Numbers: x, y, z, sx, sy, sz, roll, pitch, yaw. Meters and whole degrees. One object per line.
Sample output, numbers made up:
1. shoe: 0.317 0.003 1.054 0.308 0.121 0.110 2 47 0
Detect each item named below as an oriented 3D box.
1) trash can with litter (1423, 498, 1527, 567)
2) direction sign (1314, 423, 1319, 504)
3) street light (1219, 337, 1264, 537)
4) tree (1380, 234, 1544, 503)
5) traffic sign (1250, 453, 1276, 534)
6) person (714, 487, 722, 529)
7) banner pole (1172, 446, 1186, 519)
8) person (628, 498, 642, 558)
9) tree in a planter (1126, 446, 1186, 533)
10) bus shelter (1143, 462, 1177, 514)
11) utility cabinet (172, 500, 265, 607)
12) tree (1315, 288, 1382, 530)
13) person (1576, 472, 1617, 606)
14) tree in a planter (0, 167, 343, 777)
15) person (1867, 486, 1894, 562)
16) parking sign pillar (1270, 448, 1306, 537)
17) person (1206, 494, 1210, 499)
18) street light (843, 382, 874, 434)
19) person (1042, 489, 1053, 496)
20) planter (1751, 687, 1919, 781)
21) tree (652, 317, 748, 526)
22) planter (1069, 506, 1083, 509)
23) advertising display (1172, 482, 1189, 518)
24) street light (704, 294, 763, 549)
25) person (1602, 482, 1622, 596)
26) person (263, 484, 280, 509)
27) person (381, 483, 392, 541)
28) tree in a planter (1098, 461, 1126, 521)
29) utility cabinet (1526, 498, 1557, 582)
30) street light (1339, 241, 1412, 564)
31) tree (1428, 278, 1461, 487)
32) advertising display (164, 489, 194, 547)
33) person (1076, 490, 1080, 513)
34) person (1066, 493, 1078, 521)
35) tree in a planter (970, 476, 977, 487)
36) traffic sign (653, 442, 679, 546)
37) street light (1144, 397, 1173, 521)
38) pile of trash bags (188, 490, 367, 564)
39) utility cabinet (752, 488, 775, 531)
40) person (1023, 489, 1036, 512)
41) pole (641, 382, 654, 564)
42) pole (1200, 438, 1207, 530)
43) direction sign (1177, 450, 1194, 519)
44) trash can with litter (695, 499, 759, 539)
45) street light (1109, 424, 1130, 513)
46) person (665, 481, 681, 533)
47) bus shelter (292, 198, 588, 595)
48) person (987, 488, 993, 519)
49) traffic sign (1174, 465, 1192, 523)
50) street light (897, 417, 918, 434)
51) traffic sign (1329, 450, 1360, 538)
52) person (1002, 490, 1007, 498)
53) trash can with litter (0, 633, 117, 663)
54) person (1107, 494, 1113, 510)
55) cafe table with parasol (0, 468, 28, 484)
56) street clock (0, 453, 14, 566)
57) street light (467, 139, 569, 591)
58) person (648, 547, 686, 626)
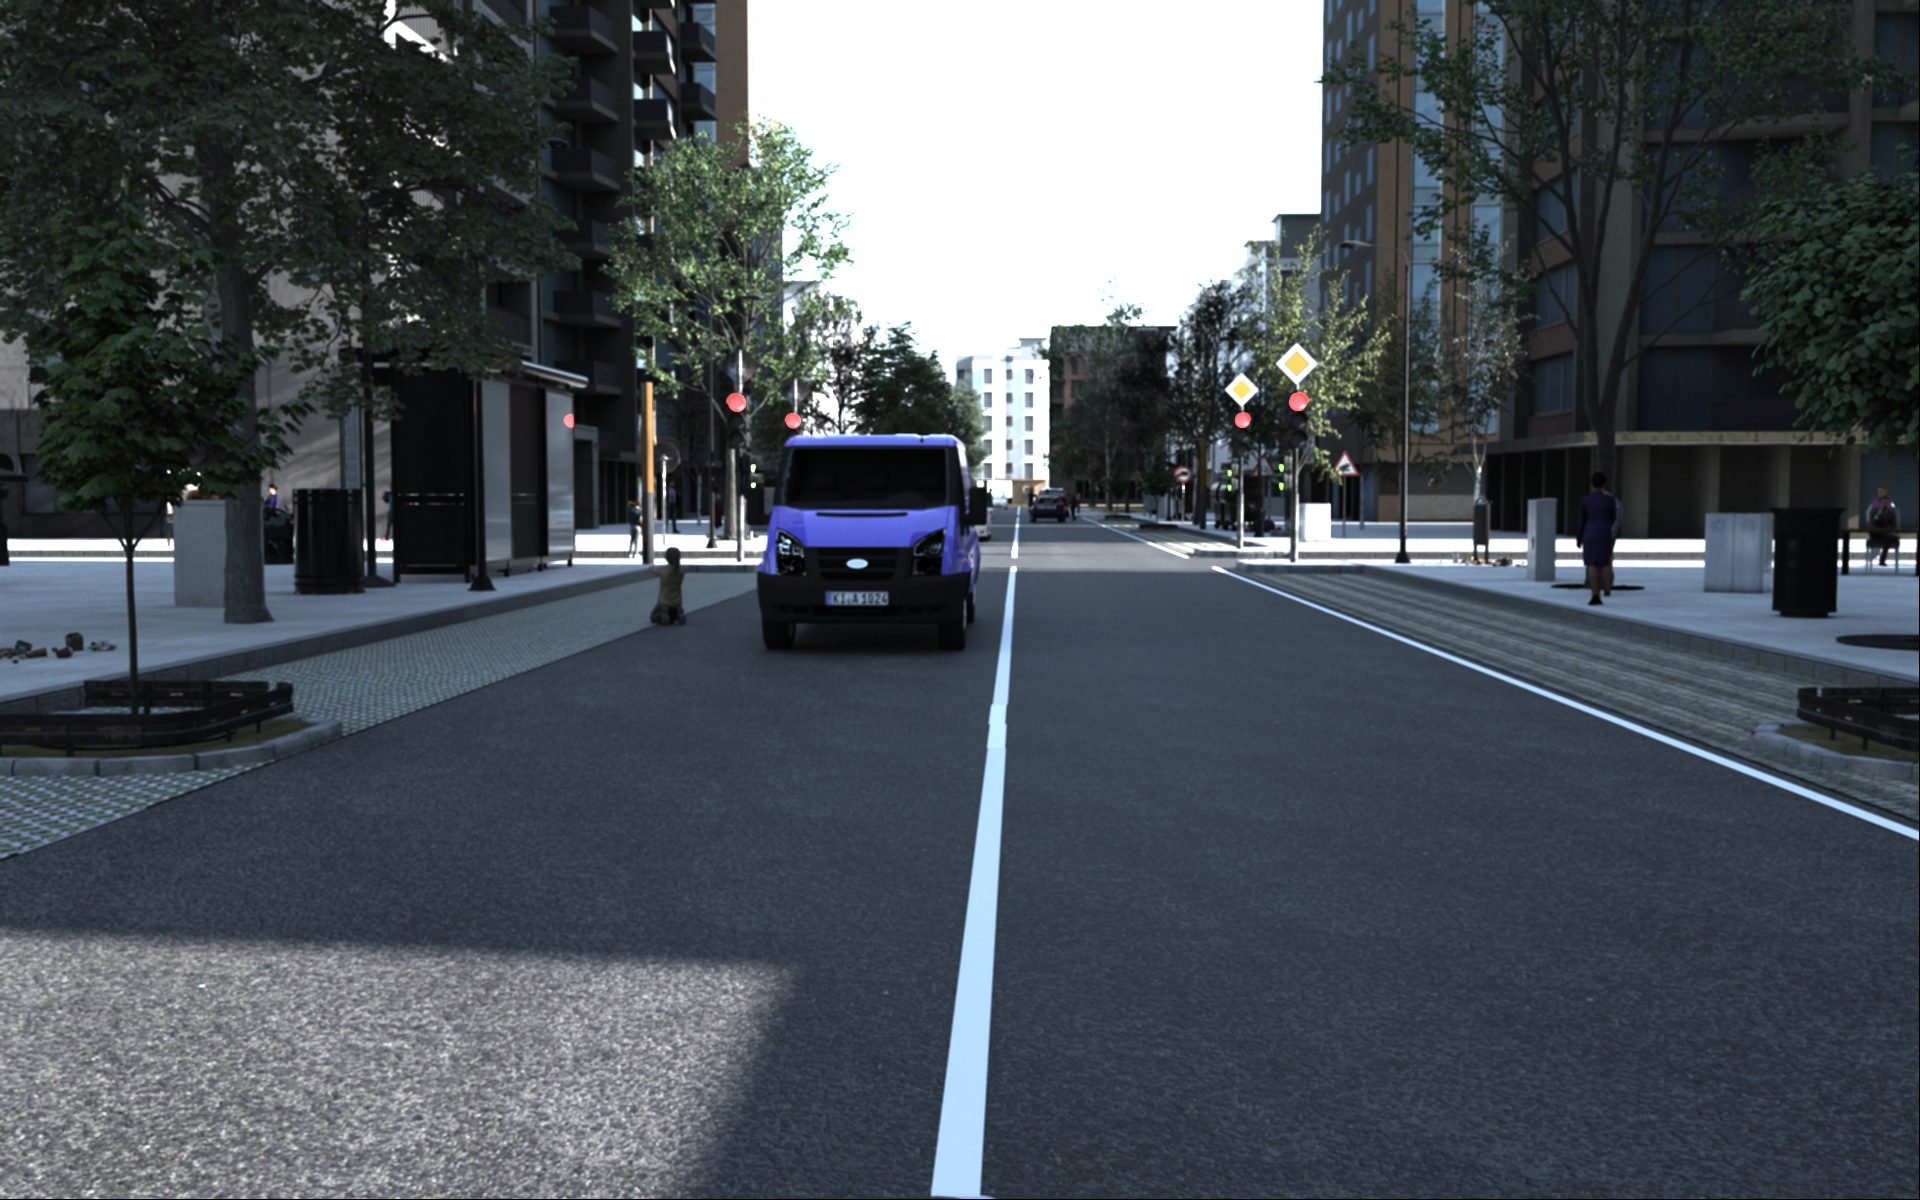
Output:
1. trash can with litter: 9.529 -1.247 31.452 1.678 1.210 2.233 0 4 -7
2. direction sign: 11.279 -3.842 54.814 0.379 3.537 0.876 0 4 5
3. street light: 8.323 -4.812 51.216 1.470 5.913 1.316 0 4 2
4. tree: 14.781 -6.075 49.693 4.360 8.622 3.978 0 3 0
5. traffic sign: 9.620 -3.357 54.893 0.884 2.594 0.081 0 4 3
6. person: -9.051 -3.407 64.216 0.523 1.526 0.387 3 4 36
7. banner pole: 11.382 -6.103 89.809 0.863 3.779 0.401 -2 4 -26
8. person: -7.303 -1.623 38.941 0.435 1.345 0.340 0 4 6
9. tree in a planter: 7.384 -4.137 64.855 1.991 3.239 1.994 0 4 2
10. bus shelter: 12.559 -7.001 108.395 2.014 3.302 5.546 0 4 2
11. utility cabinet: -8.508 -0.534 19.890 1.020 1.237 0.306 1 4 15
12. tree: 14.639 -6.824 61.938 4.360 8.622 3.978 0 3 0
13. person: 7.378 -0.716 20.112 0.453 1.535 0.546 0 4 2
14. tree in a planter: -4.636 -0.759 9.627 1.991 3.239 1.994 0 4 2
15. person: 17.245 -1.423 32.539 0.776 1.435 0.726 -3 5 -43
16. parking sign pillar: 10.158 -3.921 52.587 1.447 3.967 1.447 0 4 4
17. person: 18.585 -7.647 131.754 1.217 1.739 0.721 -3 5 -41
18. street light: -4.278 -6.094 72.186 1.470 5.913 1.316 0 4 2
19. person: 5.144 -5.658 101.731 0.841 1.734 0.376 0 4 4
20. planter: 5.456 0.720 9.376 1.991 0.319 1.994 0 4 2
21. tree: -10.499 -7.280 69.391 4.360 8.622 3.978 0 3 0
22. planter: 11.016 -9.048 169.066 1.991 0.319 1.994 0 4 2
23. advertising display: 12.056 -5.467 94.605 0.974 1.923 0.123 1 4 9
24. street light: -5.278 -4.155 40.472 1.470 5.913 1.316 0 4 2
25. person: 8.063 -0.760 21.710 0.421 1.427 0.697 1 4 17
26. person: -17.541 -2.174 43.952 0.453 1.535 0.546 1 4 14
27. person: -15.676 -2.434 47.702 0.647 1.594 0.662 1 4 10
28. tree in a planter: 8.342 -5.788 91.861 1.991 3.239 1.994 0 4 2
29. utility cabinet: 8.678 -0.900 25.880 0.306 1.237 1.020 1 4 11
30. street light: 7.669 -3.635 31.966 1.470 5.913 1.316 0 4 2
31. tree: 14.248 -6.444 55.715 4.737 8.622 4.395 0 3 0
32. advertising display: -19.039 -2.282 42.519 0.123 1.923 0.974 3 4 38
33. person: 8.845 -7.418 130.490 0.721 1.736 1.217 0 4 -8
34. person: 6.016 -5.017 93.221 0.600 1.496 0.574 0 4 -6
35. tree in a planter: 0.955 -10.571 170.057 1.991 3.239 1.994 0 4 2
36. traffic sign: -7.296 -2.602 42.641 0.768 2.556 0.104 0 4 7
37. street light: 9.478 -6.751 82.925 1.470 5.913 1.316 0 4 2
38. pile of trash bags: -12.780 -1.377 32.259 3.447 1.369 1.912 0 4 6
39. utility cabinet: -6.500 -3.057 58.658 1.173 1.500 0.318 2 4 27
40. person: 5.505 -7.721 134.754 1.348 1.822 0.705 2 4 32
41. pole: -5.710 -2.311 31.634 0.158 3.312 0.155 0 3 0
42. pole: 8.797 -4.207 62.625 0.158 3.312 0.155 0 3 0
43. direction sign: 11.526 -5.912 88.657 0.876 3.537 0.379 0 4 -5
44. trash can with litter: -6.753 -2.414 50.532 2.233 1.210 1.678 -2 4 -29
45. street light: 10.569 -8.691 114.636 1.470 5.913 1.316 0 4 2
46. person: -9.428 -3.047 56.684 0.655 1.722 0.431 -2 4 -34
47. bus shelter: -7.791 -2.973 26.240 2.179 5.291 8.768 0 4 2
48. person: 1.742 -5.587 99.975 0.434 1.807 0.598 3 5 44
49. traffic sign: 9.902 -4.699 76.928 0.768 2.556 0.104 0 4 5
50. street light: -3.212 -8.034 103.898 1.470 5.913 1.316 0 4 2
51. traffic sign: 11.328 -3.121 51.034 0.884 2.594 0.081 1 4 10
52. person: 4.623 -10.568 181.280 0.705 1.826 1.348 -1 4 -20
53. trash can with litter: -7.455 -0.151 13.523 1.678 1.210 2.233 2 4 24
54. person: 11.904 -8.008 137.520 0.434 1.755 0.990 1 4 20
55. cafe table with parasol: -14.028 -1.128 23.304 2.610 1.966 2.610 -1 4 -20
56. street clock: -17.177 -1.614 30.966 0.358 2.002 0.471 2 4 23
57. street light: -5.810 -3.075 22.810 1.470 5.913 1.316 0 4 2
58. person: -3.238 -0.165 19.124 0.347 0.859 0.695 -2 4 -26
